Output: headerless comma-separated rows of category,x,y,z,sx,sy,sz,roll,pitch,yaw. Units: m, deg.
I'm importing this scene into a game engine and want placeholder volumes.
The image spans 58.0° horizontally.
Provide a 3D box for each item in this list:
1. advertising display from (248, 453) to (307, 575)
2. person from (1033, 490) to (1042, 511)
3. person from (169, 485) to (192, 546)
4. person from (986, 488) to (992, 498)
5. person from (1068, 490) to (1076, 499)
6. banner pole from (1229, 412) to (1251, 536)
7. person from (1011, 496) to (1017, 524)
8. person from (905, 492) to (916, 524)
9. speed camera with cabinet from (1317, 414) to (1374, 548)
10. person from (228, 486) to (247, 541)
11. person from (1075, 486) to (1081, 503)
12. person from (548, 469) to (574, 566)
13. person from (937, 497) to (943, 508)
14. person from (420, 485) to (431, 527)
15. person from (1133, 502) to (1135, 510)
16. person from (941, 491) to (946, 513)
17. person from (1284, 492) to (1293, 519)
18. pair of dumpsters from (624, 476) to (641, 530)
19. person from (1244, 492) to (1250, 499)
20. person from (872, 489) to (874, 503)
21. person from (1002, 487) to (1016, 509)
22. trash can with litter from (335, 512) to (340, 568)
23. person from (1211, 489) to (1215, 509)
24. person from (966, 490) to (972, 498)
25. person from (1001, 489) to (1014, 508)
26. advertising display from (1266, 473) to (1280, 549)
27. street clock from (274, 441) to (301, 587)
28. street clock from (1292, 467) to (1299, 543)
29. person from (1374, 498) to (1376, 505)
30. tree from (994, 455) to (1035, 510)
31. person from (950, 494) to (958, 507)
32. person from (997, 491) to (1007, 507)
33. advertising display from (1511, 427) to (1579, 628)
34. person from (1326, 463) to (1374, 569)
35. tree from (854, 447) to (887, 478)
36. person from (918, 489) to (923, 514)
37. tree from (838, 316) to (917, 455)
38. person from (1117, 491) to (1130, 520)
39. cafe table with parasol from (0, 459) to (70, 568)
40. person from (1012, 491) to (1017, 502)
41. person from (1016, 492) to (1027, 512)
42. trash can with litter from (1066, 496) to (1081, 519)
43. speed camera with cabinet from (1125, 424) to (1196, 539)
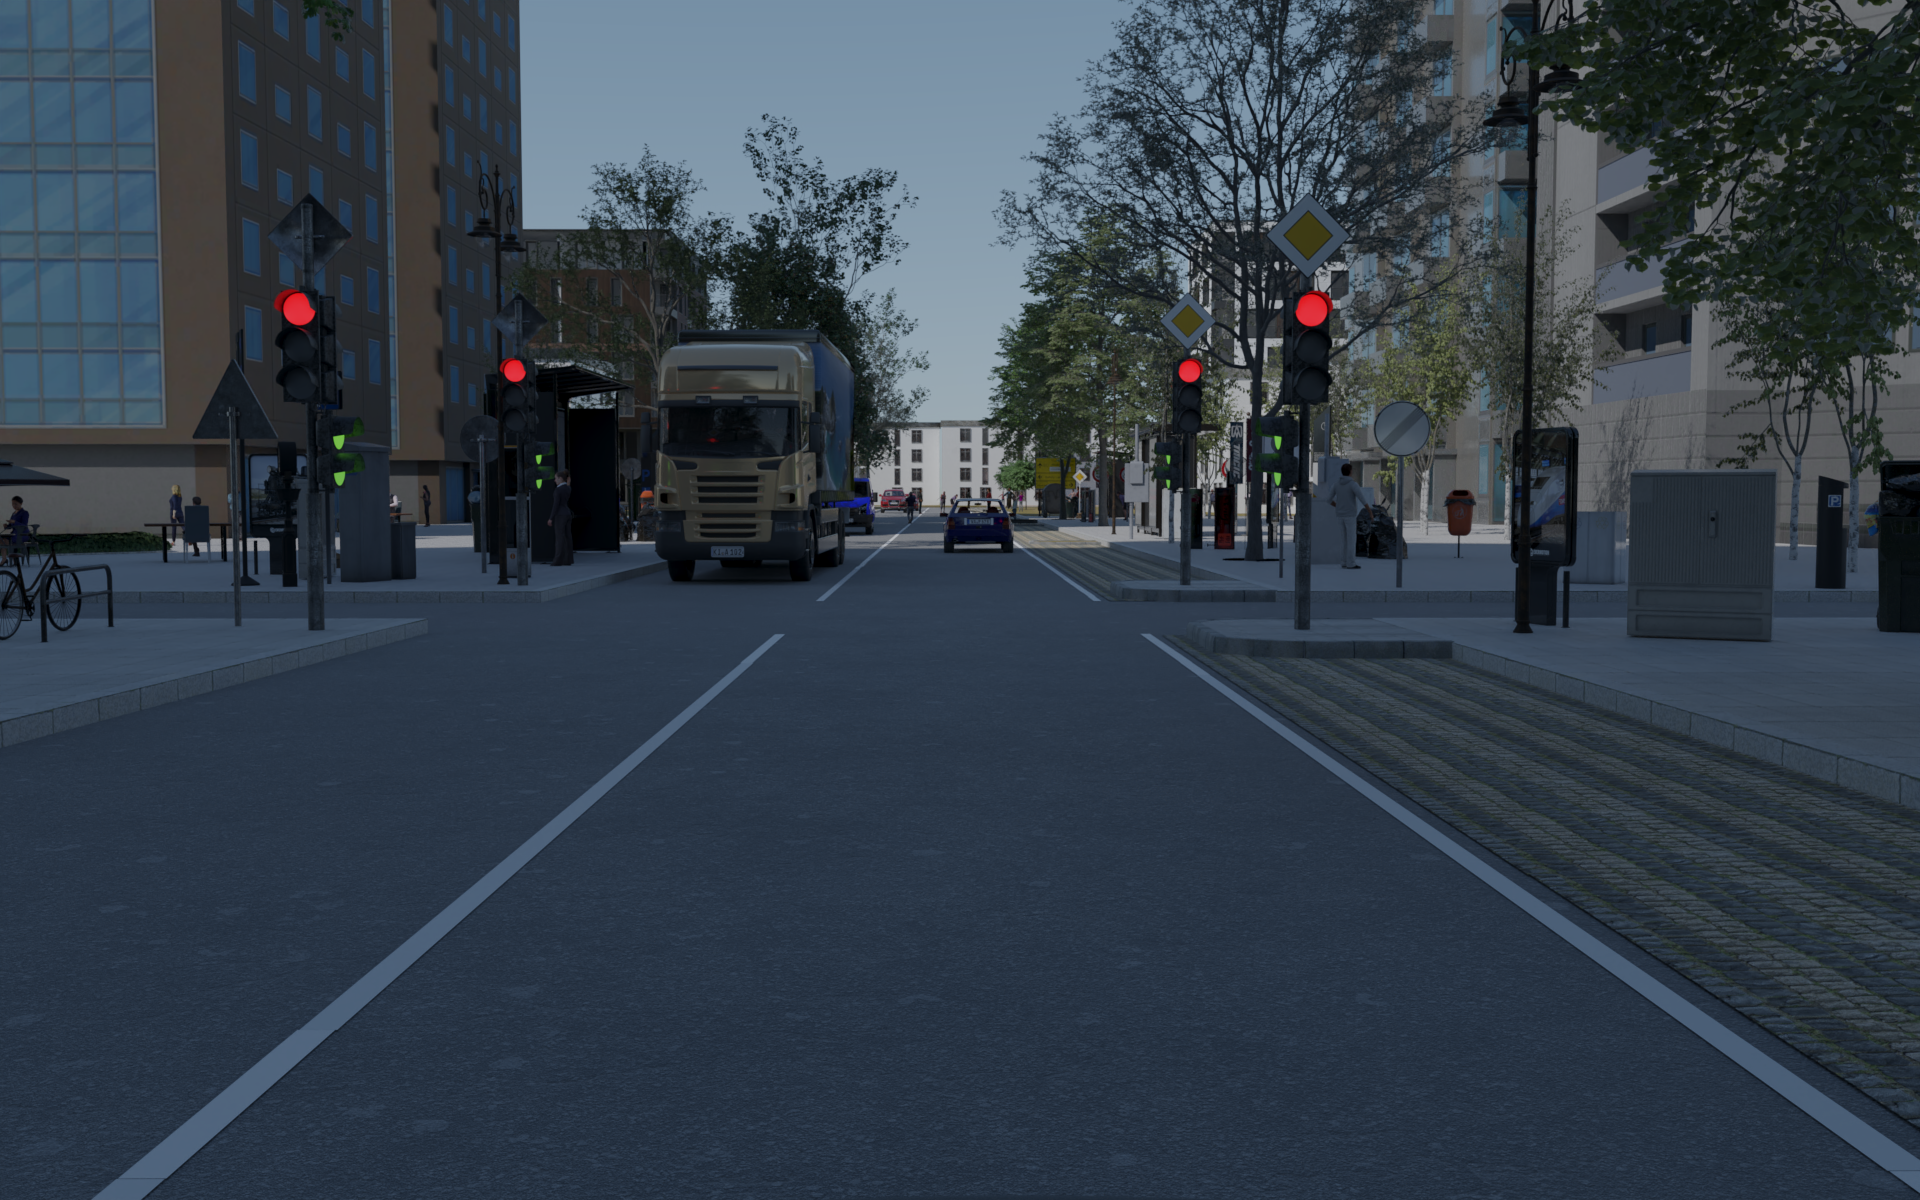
advertising display,-10.791,-1.365,27.527,0.974,1.923,0.123,0,4,1
person,6.132,-7.665,132.195,1.217,1.723,0.721,2,4,26
person,-19.344,-2.102,42.945,0.613,1.512,0.480,0,4,-6
person,1.867,-6.399,113.054,0.705,1.831,1.348,1,4,19
person,10.210,-9.194,157.066,1.217,1.736,0.721,3,4,38
banner pole,8.568,-3.838,52.773,0.863,3.779,0.401,-1,4,-19
person,2.574,-4.278,82.356,0.340,1.345,0.435,-2,4,-28
person,-2.436,-4.433,83.196,0.569,1.553,0.471,2,4,26
speed camera with cabinet,9.354,-2.917,42.024,0.660,3.252,2.038,-1,4,-13
person,-19.511,-2.359,46.830,0.499,1.552,0.429,0,4,1
person,8.235,-7.027,120.895,0.705,1.831,1.348,2,4,31
person,-7.160,-1.481,31.064,0.445,1.727,0.742,-1,4,-12
person,-1.879,-9.876,173.189,0.991,1.433,0.599,-2,4,-29
person,-20.891,-3.678,67.652,0.593,1.643,0.415,3,5,43
person,14.122,-8.237,141.423,1.217,1.736,0.721,0,4,-6
person,-1.237,-7.315,129.567,0.415,1.643,0.593,1,4,22
person,16.697,-5.061,88.655,0.709,1.838,0.599,0,4,-5
pair of dumpsters,-11.275,-3.745,63.728,1.574,2.255,4.437,0,4,-1
person,16.804,-5.603,100.838,0.628,1.438,0.799,-1,4,-20
person,-8.750,-10.109,172.011,1.217,1.739,0.721,-2,4,-29
person,4.204,-8.656,147.201,1.348,1.869,0.705,2,4,30
trash can with litter,-10.717,-1.155,30.276,0.624,1.170,1.055,1,4,21
person,14.550,-5.611,99.842,0.516,1.574,0.319,2,4,25
person,0.890,-9.719,167.044,0.705,1.869,1.348,-1,4,-23
person,4.556,-9.612,163.184,1.348,1.826,0.705,0,4,4
advertising display,7.402,-2.187,40.966,0.123,1.923,0.974,1,4,22
street clock,-9.277,-1.184,23.922,0.358,2.002,0.471,-2,4,-25
street clock,8.899,-2.508,45.572,0.471,2.002,0.358,-1,4,-12
person,11.783,-2.485,49.913,0.421,1.427,0.697,2,4,30
tree,5.125,-10.542,156.071,4.285,4.588,4.351,0,3,0
person,-0.510,-8.413,149.284,0.697,1.427,0.421,1,4,14
person,4.518,-10.530,181.392,1.217,1.743,0.721,0,4,-2
advertising display,5.719,-0.720,16.982,0.123,1.923,0.974,-1,4,-13
person,6.708,-1.438,29.702,0.875,1.805,0.789,3,5,44
tree,-8.110,-11.669,141.150,4.360,8.622,3.978,0,3,0
person,-2.810,-7.108,124.738,0.705,1.821,1.348,0,4,3
tree,-7.954,-12.128,108.665,12.009,13.543,11.850,0,3,0
person,7.969,-4.596,84.414,0.697,1.427,0.421,1,4,21
cafe table with parasol,-17.089,-1.562,30.405,2.610,1.966,2.610,0,4,-8
person,5.525,-10.417,176.364,0.705,1.823,1.348,-1,4,-13
person,4.445,-7.199,126.977,0.991,1.433,0.599,-1,4,-20
trash can with litter,6.654,-5.226,96.826,1.055,1.170,0.624,-3,5,-41
speed camera with cabinet,5.716,-3.352,49.135,2.038,3.252,0.660,1,4,9
